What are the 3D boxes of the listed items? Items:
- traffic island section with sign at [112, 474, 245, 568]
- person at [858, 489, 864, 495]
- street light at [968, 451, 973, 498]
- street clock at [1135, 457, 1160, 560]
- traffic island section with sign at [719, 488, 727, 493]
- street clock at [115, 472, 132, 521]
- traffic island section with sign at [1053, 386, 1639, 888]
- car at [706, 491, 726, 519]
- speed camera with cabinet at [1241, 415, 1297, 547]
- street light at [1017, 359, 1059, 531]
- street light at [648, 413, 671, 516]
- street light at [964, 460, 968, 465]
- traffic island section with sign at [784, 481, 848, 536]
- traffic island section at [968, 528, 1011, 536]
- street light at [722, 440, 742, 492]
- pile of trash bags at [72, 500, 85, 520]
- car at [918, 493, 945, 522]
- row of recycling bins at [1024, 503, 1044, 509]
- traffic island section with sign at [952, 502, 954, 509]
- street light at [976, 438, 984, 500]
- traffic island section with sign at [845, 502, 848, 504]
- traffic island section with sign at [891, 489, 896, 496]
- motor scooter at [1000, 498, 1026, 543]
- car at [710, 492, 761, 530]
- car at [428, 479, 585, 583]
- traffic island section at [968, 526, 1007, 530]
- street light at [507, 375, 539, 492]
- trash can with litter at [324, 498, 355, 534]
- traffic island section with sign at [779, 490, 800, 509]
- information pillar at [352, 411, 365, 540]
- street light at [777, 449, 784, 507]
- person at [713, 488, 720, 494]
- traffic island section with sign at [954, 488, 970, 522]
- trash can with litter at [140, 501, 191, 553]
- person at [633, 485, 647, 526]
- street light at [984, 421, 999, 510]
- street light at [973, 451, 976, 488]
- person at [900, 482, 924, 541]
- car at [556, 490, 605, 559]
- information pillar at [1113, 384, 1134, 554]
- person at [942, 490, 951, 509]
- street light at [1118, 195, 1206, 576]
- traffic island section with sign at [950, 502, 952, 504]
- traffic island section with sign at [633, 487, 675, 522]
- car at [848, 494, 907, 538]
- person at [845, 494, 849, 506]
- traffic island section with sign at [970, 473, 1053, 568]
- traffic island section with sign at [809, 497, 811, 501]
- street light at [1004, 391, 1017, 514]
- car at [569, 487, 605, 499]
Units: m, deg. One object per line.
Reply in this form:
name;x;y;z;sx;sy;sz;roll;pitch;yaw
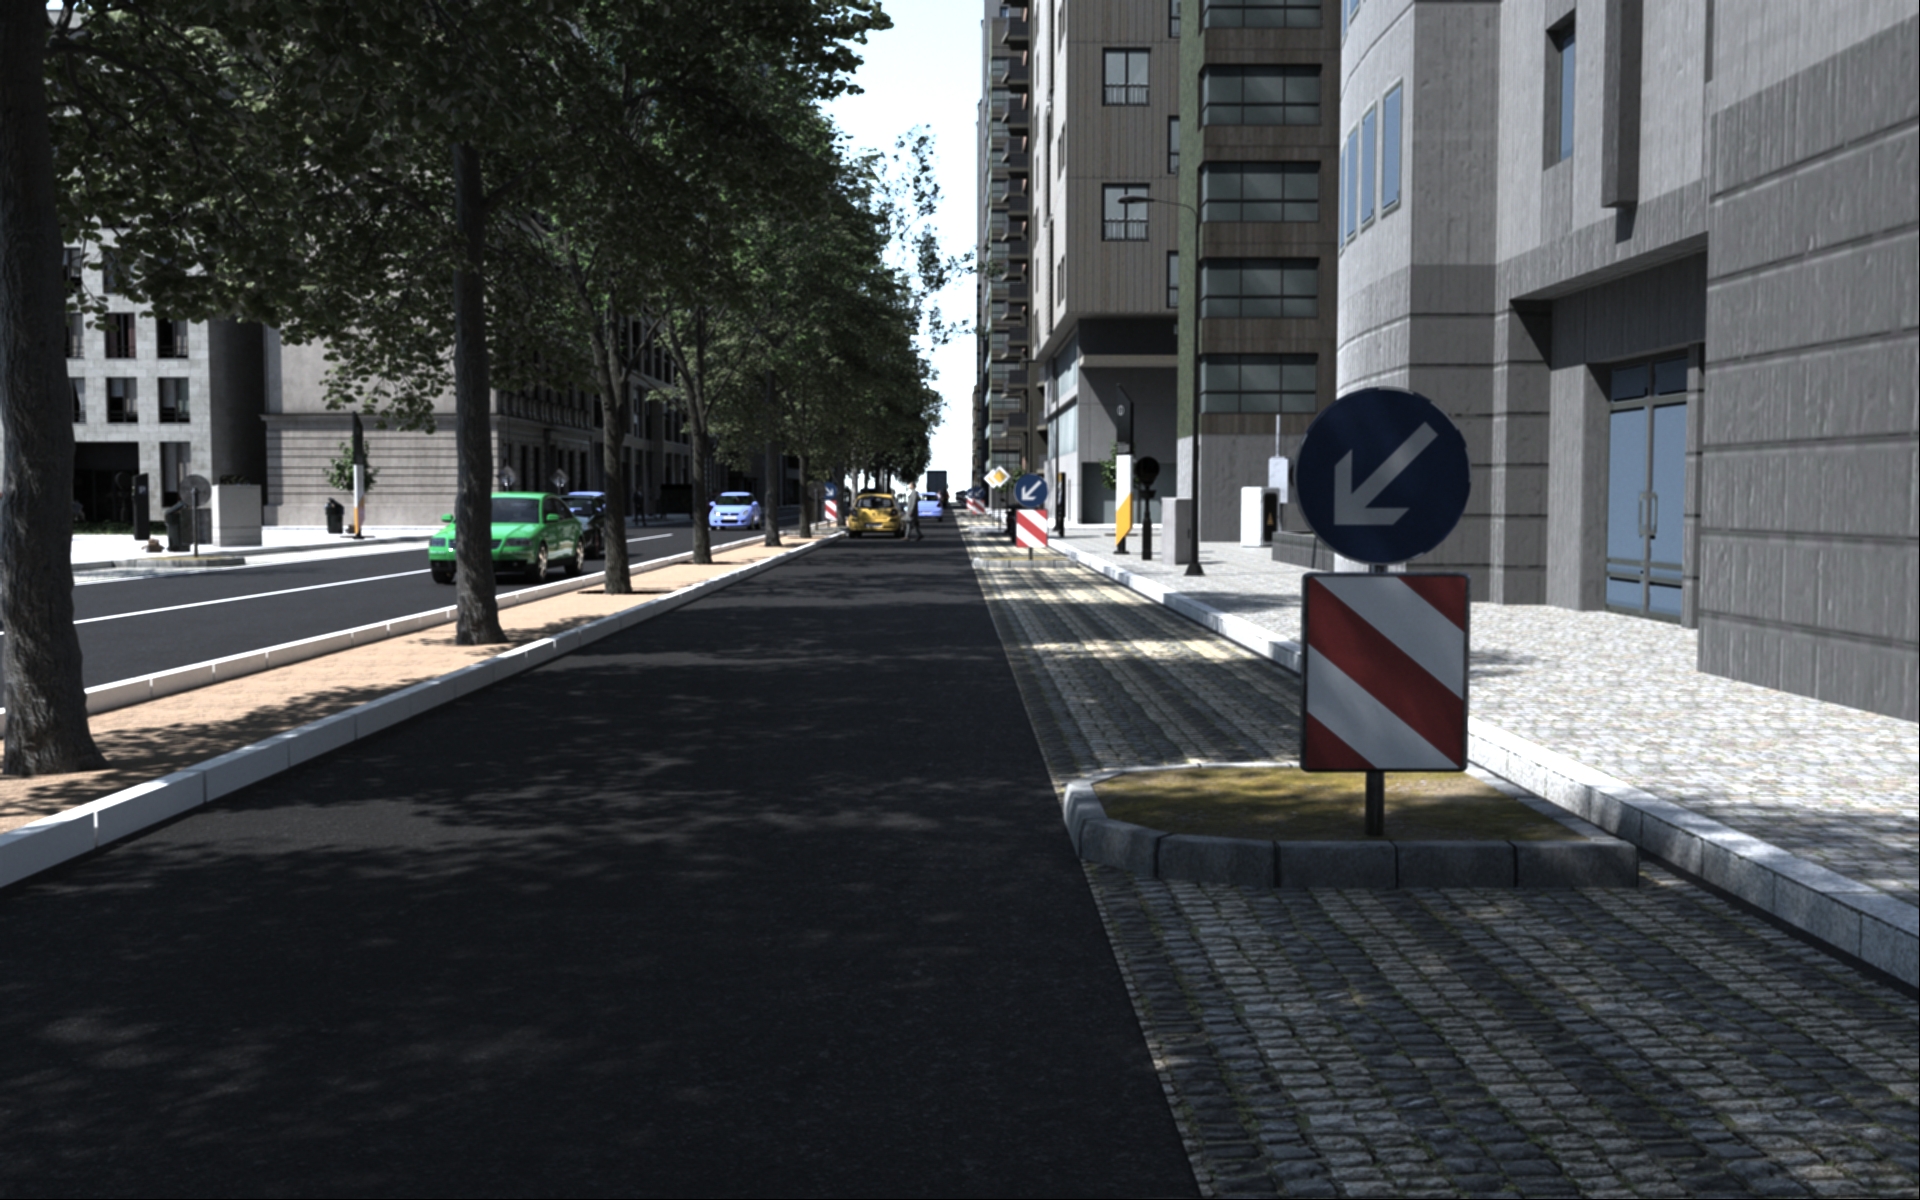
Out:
traffic island section with sign;-15.407;-1.578;34.422;1.989;1.847;2.006;0;4;0
person;-6.968;-6.889;121.257;0.709;1.813;0.853;1;4;9
street light;1.907;-13.087;186.505;1.470;5.913;1.316;0;4;0
street clock;3.631;-1.775;33.591;0.471;2.002;0.358;0;4;6
traffic island section with sign;-16.035;-6.615;116.780;1.989;1.847;2.006;0;4;0
street clock;-27.886;-3.254;57.776;0.358;2.002;0.471;3;4;38
traffic island section with sign;1.455;0.088;7.197;1.989;1.847;2.006;0;4;0
car;-13.034;-5.248;94.837;2.155;1.783;4.494;0;3;0
speed camera with cabinet;7.650;-2.947;42.519;0.660;3.252;2.038;3;4;38
street light;2.814;-5.333;59.731;1.470;5.913;1.316;0;4;0
street light;-17.312;-7.789;99.889;1.470;5.913;1.316;0;4;0
street light;1.608;-15.068;218.903;1.470;5.913;1.316;0;4;0
traffic island section with sign;-5.021;-3.175;60.041;2.006;1.907;1.989;0;4;0
traffic island section;1.390;-2.298;59.850;2.009;0.180;2.903;0;4;0
street light;-17.577;-9.759;132.105;1.470;5.913;1.316;0;4;0
pile of trash bags;-31.080;-2.960;58.147;3.447;1.369;1.912;0;4;4
car;-1.738;-4.872;89.250;1.945;1.707;3.694;0;4;-1
row of recycling bins;5.578;-5.879;103.242;3.534;1.692;1.069;1;4;11
traffic island section with sign;0.629;-6.646;117.287;1.989;1.847;2.006;0;4;0
street light;2.265;-10.418;142.877;1.470;5.913;1.316;0;4;0
traffic island section with sign;-17.236;-16.410;276.937;1.989;1.847;2.006;0;4;0
traffic island section with sign;-5.638;-8.223;142.585;2.006;1.907;1.989;0;4;0
motor scooter;1.598;-2.329;50.854;0.815;1.314;1.986;0;4;0
car;-9.010;-3.667;69.553;1.945;1.707;3.694;0;4;0
car;-7.596;-1.253;29.286;1.959;1.807;4.718;0;4;0
traffic island section;1.330;-2.786;67.835;2.009;0.180;2.903;0;4;0
street light;-17.115;-5.818;67.673;1.470;5.913;1.316;0;4;0
trash can with litter;-19.924;-2.721;55.877;1.055;1.170;0.624;-2;4;-29
traffic island section with sign;-16.409;-9.699;167.214;1.989;1.847;2.006;0;4;0
information pillar;-16.990;-3.521;48.926;0.183;3.616;0.504;0;4;5
street light;-17.889;-12.458;176.230;1.470;5.913;1.316;0;4;0
person;-15.915;-6.413;113.319;0.580;1.828;0.573;1;4;14
traffic island section with sign;0.837;-4.941;89.406;1.989;1.847;2.006;0;4;0
trash can with litter;-17.441;-1.636;38.141;1.055;1.170;0.624;-3;4;-39
person;-14.492;-4.297;78.534;0.659;1.850;0.755;-3;5;-40
street light;2.465;-8.417;110.163;1.470;5.913;1.316;0;4;0
street light;2.131;-11.116;154.288;1.470;5.913;1.316;0;4;0
person;-1.484;-2.734;53.300;0.767;1.812;0.694;0;4;-3
car;-8.843;-1.797;39.175;2.009;1.686;4.222;0;4;-2
information pillar;3.494;-2.781;36.827;0.183;3.616;0.504;-2;4;-33
person;-1.492;-9.903;170.502;1.348;1.812;0.705;-1;4;-17
street light;3.149;-3.336;27.077;1.470;5.913;1.316;0;4;0
traffic island section with sign;0.251;-9.726;167.643;1.989;1.847;2.006;0;4;0
traffic island section with sign;-15.835;-4.966;89.826;1.989;1.847;2.006;0;4;0
car;-2.727;-2.890;57.480;2.015;1.641;3.980;0;4;1
person;-12.999;-11.906;203.982;1.217;1.723;0.721;-1;4;-20
traffic island section with sign;1.261;-1.561;34.152;1.989;1.847;2.006;0;4;0
traffic island section with sign;-16.623;-11.382;194.726;1.989;1.847;2.006;0;4;0
street light;2.657;-6.447;77.947;1.470;5.913;1.316;0;4;0
car;-12.459;-2.930;57.496;1.945;1.707;3.694;0;4;1
